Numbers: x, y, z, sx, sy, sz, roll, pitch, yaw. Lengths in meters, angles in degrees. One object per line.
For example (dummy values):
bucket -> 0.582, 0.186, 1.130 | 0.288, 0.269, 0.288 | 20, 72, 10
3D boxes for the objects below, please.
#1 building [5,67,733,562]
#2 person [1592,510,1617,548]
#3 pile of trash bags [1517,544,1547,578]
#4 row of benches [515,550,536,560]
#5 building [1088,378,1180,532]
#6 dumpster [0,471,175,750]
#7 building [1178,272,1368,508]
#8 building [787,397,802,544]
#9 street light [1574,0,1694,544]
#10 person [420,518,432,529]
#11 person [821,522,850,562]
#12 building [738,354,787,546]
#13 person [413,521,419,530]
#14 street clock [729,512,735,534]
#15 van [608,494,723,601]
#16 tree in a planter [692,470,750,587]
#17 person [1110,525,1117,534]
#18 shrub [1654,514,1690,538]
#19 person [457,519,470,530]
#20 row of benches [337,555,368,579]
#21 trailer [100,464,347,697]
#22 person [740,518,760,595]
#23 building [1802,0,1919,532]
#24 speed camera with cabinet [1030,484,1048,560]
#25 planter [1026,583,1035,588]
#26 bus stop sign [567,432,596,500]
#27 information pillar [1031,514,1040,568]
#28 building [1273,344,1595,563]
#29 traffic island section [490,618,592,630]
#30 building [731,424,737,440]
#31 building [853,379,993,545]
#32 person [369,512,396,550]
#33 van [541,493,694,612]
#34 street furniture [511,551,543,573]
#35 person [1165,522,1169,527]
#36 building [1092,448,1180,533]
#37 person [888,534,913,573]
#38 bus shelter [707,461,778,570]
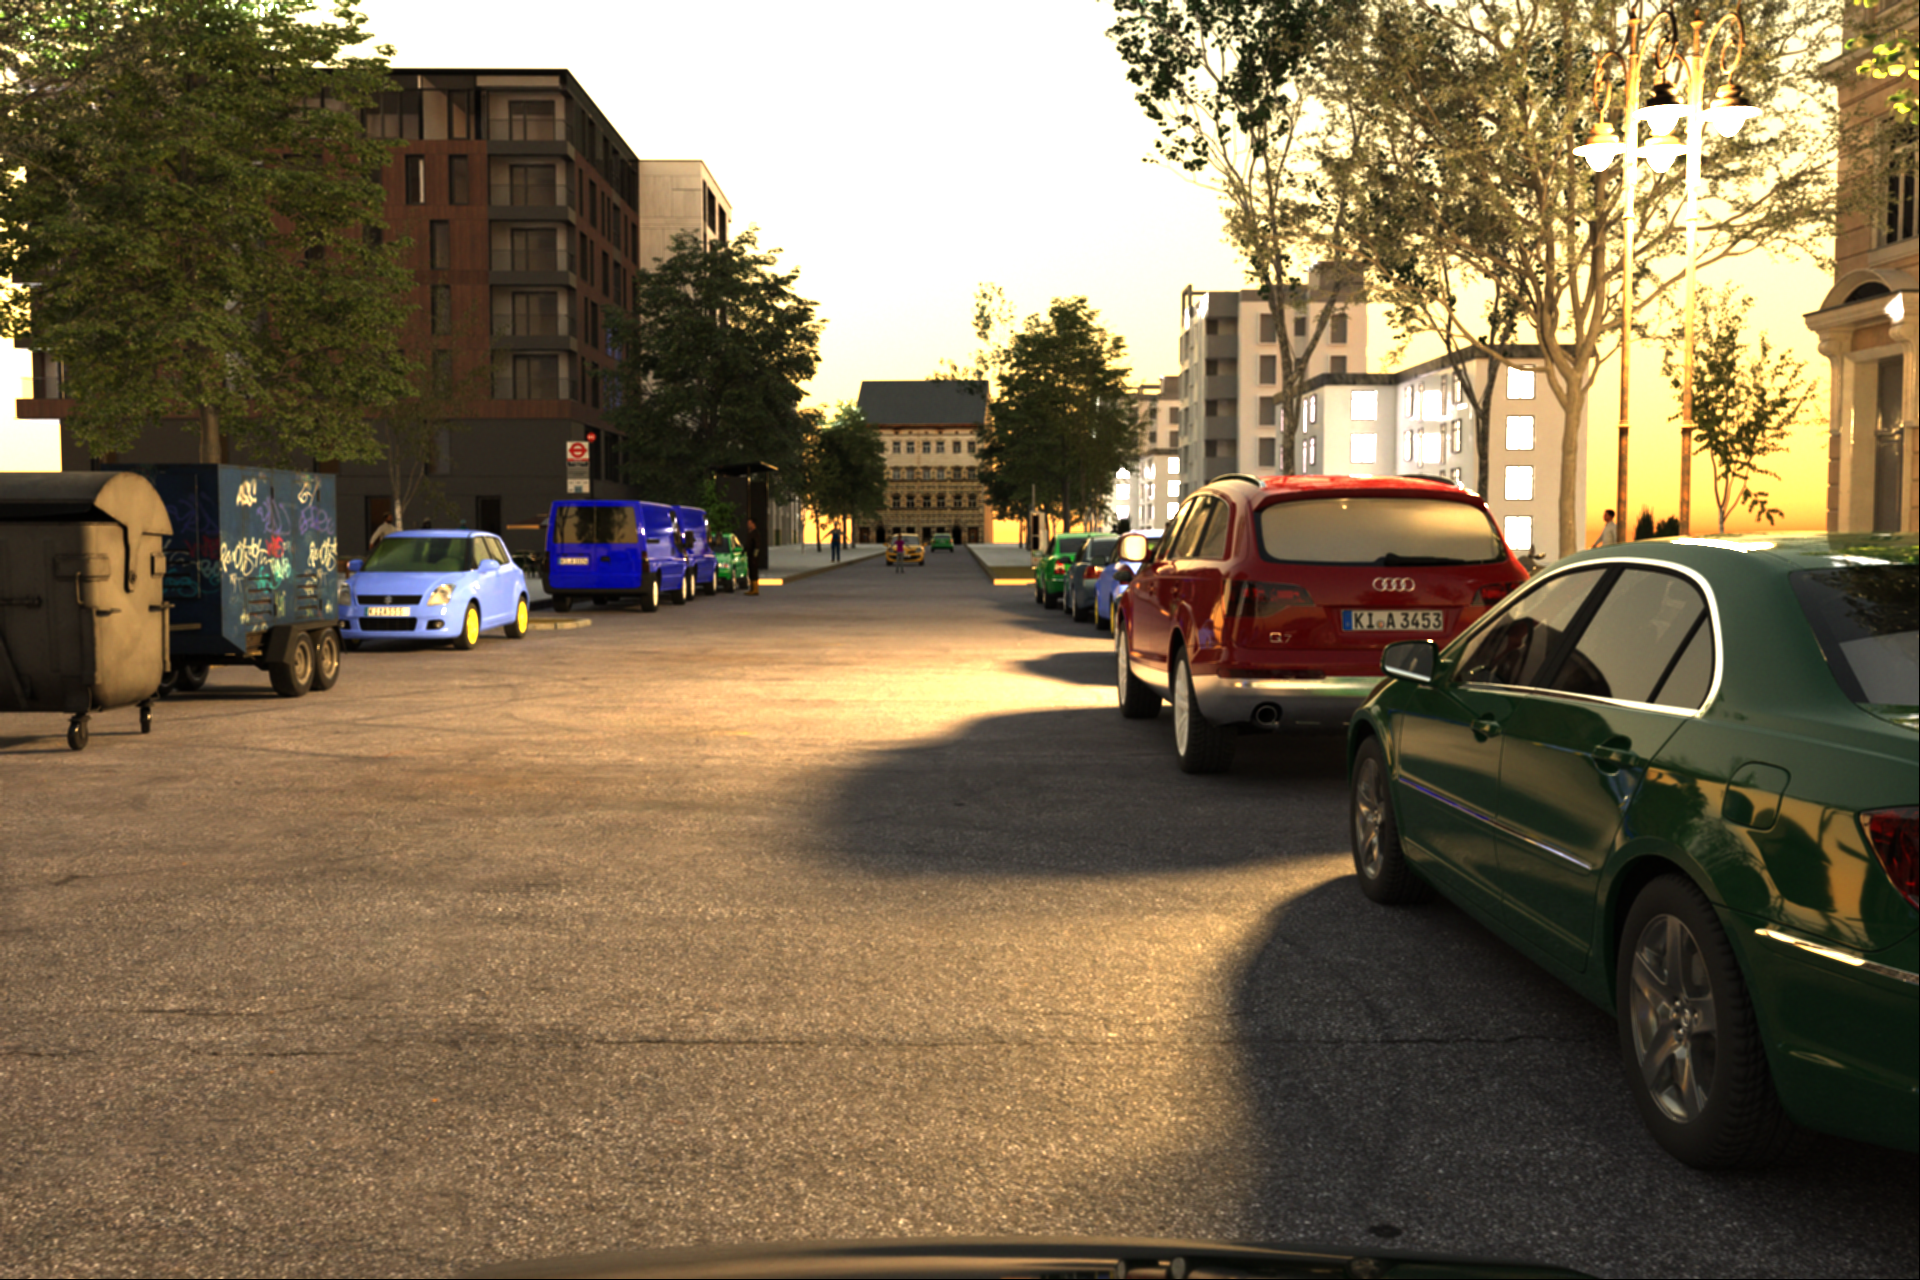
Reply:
building -> -27.966, -15.205, 92.571 | 27.936, 21.610, 32.646 | 0, 4, -1
person -> 14.041, -1.922, 37.573 | 0.704, 1.810, 1.344 | 0, 4, -1
pile of trash bags -> 6.296, -0.740, 21.848 | 1.912, 1.369, 3.447 | 0, 3, 0
row of benches -> -16.878, -3.166, 67.219 | 1.422, 0.672, 4.104 | -1, 4, -18
building -> 21.323, -22.162, 218.760 | 16.016, 20.090, 11.380 | 0, 4, -1
dumpster -> -6.556, -0.226, 11.905 | 1.865, 1.857, 1.264 | 0, 3, 0
building -> 21.858, -16.854, 131.979 | 16.016, 20.090, 11.380 | 0, 4, -1
building -> -29.634, -21.554, 218.870 | 16.747, 18.905, 31.486 | 0, 4, -1
street light -> 5.889, -2.601, 15.320 | 0.468, 5.910, 1.993 | 0, 3, 0
person -> -18.602, -3.350, 60.553 | 0.705, 1.856, 1.354 | 2, 4, 34
person -> -5.680, -4.479, 79.095 | 1.347, 1.847, 0.705 | 0, 4, 3
building -> -28.070, -19.336, 182.604 | 16.747, 18.905, 31.486 | 0, 4, -1
person -> -22.398, -3.981, 71.218 | 0.705, 1.813, 1.348 | 0, 4, 7
street clock -> -7.310, -3.086, 55.022 | 0.358, 2.002, 0.471 | 0, 4, 1
van -> -6.644, -2.102, 38.757 | 2.240, 2.365, 5.245 | 0, 4, 0
tree in a planter -> -6.916, -3.118, 48.200 | 1.991, 3.239, 1.994 | 0, 4, 0
person -> 7.326, -4.649, 82.736 | 1.216, 1.740, 0.721 | -2, 4, -27
shrub -> 28.054, -3.934, 68.368 | 1.661, 2.075, 1.752 | 0, 3, 0
person -> -18.130, -3.496, 63.293 | 1.347, 1.817, 0.704 | 0, 4, 5
row of benches -> -17.619, -2.144, 50.514 | 1.422, 0.672, 4.104 | 2, 4, 29
trailer -> -6.481, -0.474, 14.794 | 1.471, 1.999, 3.904 | 0, 4, 0
person -> -4.881, -1.957, 40.593 | 0.704, 1.812, 1.346 | -1, 4, -21
building -> 24.313, -14.675, 25.836 | 13.634, 28.700, 20.117 | 0, 4, 0
speed camera with cabinet -> 3.126, -4.529, 68.390 | 0.660, 3.252, 2.038 | 0, 4, -1
planter -> 2.811, -1.588, 47.104 | 1.991, 0.319, 1.994 | 0, 3, 0
bus stop sign -> -9.886, -3.476, 45.536 | 0.855, 3.939, 0.416 | 0, 4, 1
information pillar -> 2.813, -3.680, 64.652 | 0.304, 2.012, 0.304 | 0, 4, -1
building -> 23.437, -9.082, 90.637 | 9.099, 9.664, 28.070 | 0, 3, 0
traffic island section -> -6.827, -0.248, 26.920 | 1.991, 0.108, 1.994 | 0, 4, 1
building -> -26.943, -15.991, 127.903 | 16.747, 18.905, 31.486 | 0, 4, 0
building -> -4.902, -25.209, 245.554 | 18.063, 23.208, 19.493 | 0, 4, 5
person -> -14.030, -2.233, 42.593 | 0.704, 1.819, 1.344 | 2, 4, 30
van -> -6.501, -1.774, 33.391 | 2.240, 2.365, 5.245 | 0, 4, 0
street furniture -> -13.561, -2.703, 59.827 | 5.734, 0.657, 10.072 | 0, 4, -6
person -> 9.567, -4.509, 79.872 | 0.704, 1.843, 1.345 | 1, 4, 20
building -> 19.607, -14.783, 183.847 | 9.099, 9.664, 28.070 | 0, 4, 0
person -> -2.190, -3.182, 63.752 | 0.991, 1.433, 0.599 | 1, 4, 18
bus shelter -> -7.349, -4.143, 59.023 | 1.731, 3.624, 6.357 | 0, 4, -1
